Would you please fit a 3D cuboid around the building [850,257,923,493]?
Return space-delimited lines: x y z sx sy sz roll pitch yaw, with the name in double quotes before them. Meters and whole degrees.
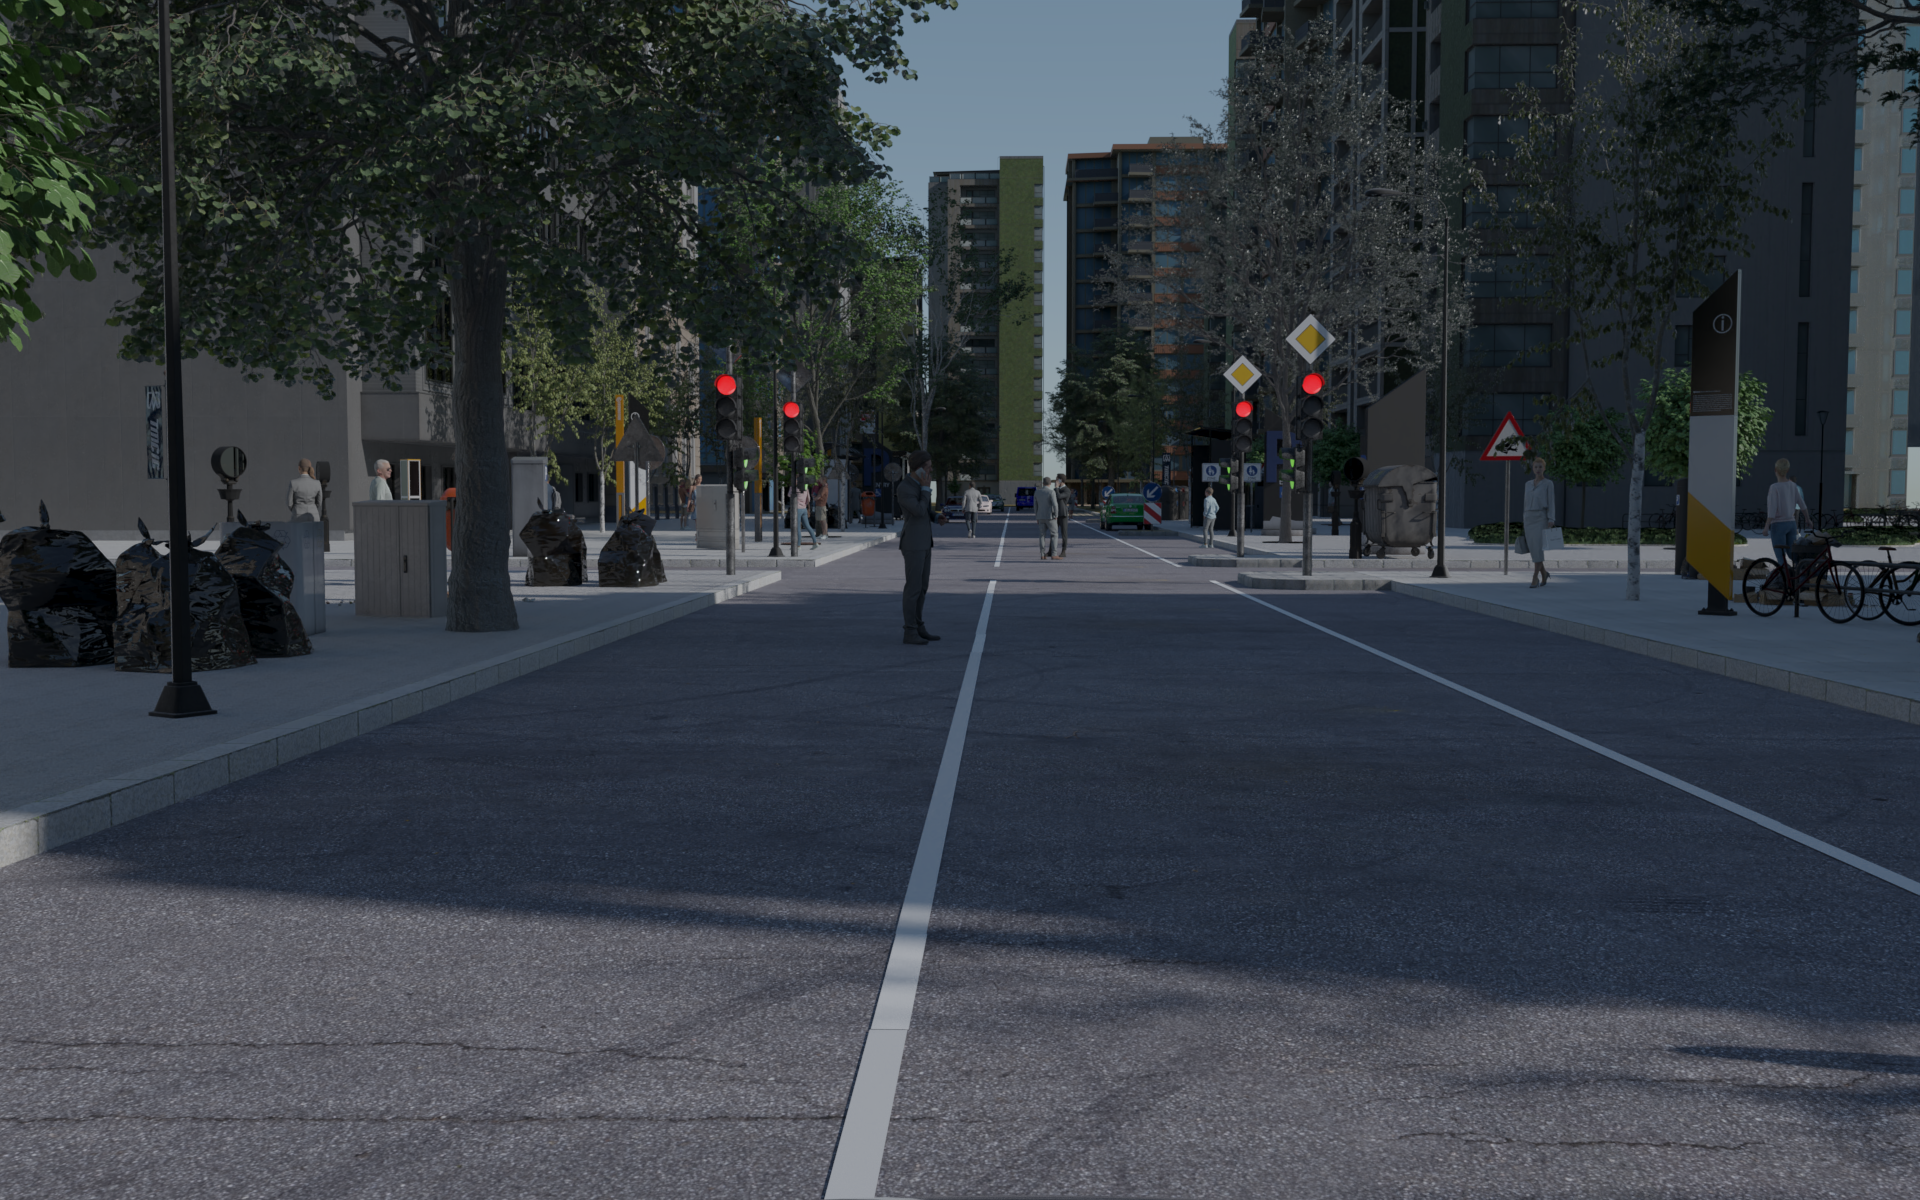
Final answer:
"building" -11.757 -26.927 211.950 14.107 30.474 14.160 0 4 2

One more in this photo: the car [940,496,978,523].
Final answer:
"car" -0.016 -4.529 86.634 1.945 1.354 3.894 0 4 2

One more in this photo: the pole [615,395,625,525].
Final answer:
"pole" -7.003 -2.560 35.702 0.158 3.312 0.155 0 3 0

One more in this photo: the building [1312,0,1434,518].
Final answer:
"building" 30.229 -40.091 93.748 20.563 71.187 20.611 0 4 2

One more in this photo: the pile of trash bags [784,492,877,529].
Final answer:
"pile of trash bags" -4.768 -3.358 64.653 3.447 1.369 1.912 -1 4 -23

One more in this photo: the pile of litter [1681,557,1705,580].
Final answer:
"pile of litter" 11.706 -0.751 26.251 1.719 0.858 1.176 0 4 -5

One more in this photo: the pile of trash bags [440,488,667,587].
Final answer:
"pile of trash bags" -5.860 -0.921 24.809 3.447 1.369 1.912 1 4 11

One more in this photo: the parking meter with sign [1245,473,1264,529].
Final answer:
"parking meter with sign" 11.191 -4.111 63.469 1.738 3.016 0.543 3 5 44

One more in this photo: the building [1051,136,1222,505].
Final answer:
"building" 25.768 -34.279 215.084 28.867 44.769 22.147 0 4 2

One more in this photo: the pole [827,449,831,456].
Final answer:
"pole" -5.547 -4.876 73.569 0.158 3.312 0.155 0 3 0

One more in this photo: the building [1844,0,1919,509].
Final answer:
"building" 70.650 -33.102 160.828 30.456 49.044 23.786 0 4 2

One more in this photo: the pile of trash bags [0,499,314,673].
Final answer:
"pile of trash bags" -6.834 -0.237 13.635 3.447 1.369 1.912 1 4 20

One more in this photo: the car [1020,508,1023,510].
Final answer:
"car" 6.495 -9.106 160.680 2.131 1.459 4.920 0 4 3

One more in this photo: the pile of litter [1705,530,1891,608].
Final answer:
"pile of litter" 9.831 -0.380 20.174 1.176 0.858 1.719 -1 4 -23

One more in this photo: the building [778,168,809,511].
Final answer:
"building" -27.024 -27.260 137.587 32.217 40.220 23.993 0 4 2

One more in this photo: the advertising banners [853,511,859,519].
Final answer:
"advertising banners" -4.763 -5.764 90.424 2.074 3.025 0.090 -1 4 -21

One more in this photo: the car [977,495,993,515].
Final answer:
"car" 1.293 -6.740 122.565 2.083 1.381 4.827 0 4 2

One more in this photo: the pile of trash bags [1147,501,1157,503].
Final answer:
"pile of trash bags" 10.823 -5.518 99.979 1.912 1.369 3.447 3 5 45

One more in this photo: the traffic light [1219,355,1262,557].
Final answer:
"traffic light" 5.682 -2.824 35.092 0.839 4.253 0.868 0 4 2

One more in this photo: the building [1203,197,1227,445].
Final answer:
"building" 30.401 -24.213 167.577 14.160 30.474 14.107 0 4 2

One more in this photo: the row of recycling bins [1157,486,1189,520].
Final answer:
"row of recycling bins" 10.556 -4.800 85.597 1.069 1.692 3.534 2 4 26

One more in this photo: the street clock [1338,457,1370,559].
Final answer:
"street clock" 7.824 -1.813 34.206 0.358 2.002 0.471 -3 5 -44

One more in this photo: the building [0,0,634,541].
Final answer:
"building" -21.704 -14.837 61.655 14.314 24.678 30.058 0 4 2

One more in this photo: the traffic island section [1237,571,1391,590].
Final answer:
"traffic island section" 5.477 -0.302 27.223 2.009 0.180 2.903 0 4 2

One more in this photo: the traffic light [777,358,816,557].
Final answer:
"traffic light" -3.375 -2.840 35.352 0.839 4.253 0.868 0 4 2

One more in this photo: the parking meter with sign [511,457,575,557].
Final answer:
"parking meter with sign" -8.789 -2.394 35.401 1.738 3.016 0.543 0 4 -6

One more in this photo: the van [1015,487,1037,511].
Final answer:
"van" 5.742 -8.763 147.657 2.240 2.365 5.245 0 4 3

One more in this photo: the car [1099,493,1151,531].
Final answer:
"car" 6.548 -3.665 68.722 1.959 1.807 4.718 0 4 0

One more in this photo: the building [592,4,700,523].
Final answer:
"building" -20.947 -18.389 86.560 13.634 28.700 20.117 0 4 2

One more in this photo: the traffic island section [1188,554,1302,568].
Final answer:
"traffic island section" 5.722 -0.790 35.204 2.009 0.180 2.903 0 4 2

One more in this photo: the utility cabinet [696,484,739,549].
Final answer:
"utility cabinet" -5.605 -1.914 39.965 1.173 1.500 0.318 3 5 42

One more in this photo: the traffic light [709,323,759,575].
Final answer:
"traffic light" -3.620 -2.352 27.371 0.839 4.253 0.868 0 4 2

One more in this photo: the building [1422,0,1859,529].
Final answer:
"building" 25.872 -18.232 69.800 14.160 30.474 14.107 0 4 2

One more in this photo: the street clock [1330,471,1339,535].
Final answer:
"street clock" 11.632 -3.002 53.646 0.358 2.002 0.471 0 4 -2

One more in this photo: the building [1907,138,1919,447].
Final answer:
"building" 39.119 -22.487 51.257 14.086 41.232 14.154 0 4 2

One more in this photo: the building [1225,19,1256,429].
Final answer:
"building" 30.413 -28.720 153.172 14.154 41.232 14.086 0 4 2

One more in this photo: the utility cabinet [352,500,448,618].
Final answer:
"utility cabinet" -5.904 -0.434 18.250 1.020 1.237 0.306 2 4 23

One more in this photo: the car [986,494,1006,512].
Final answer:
"car" 2.713 -7.989 142.410 2.131 1.459 4.920 0 4 2

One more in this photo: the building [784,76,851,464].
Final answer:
"building" -17.928 -29.658 168.509 14.086 41.232 14.154 0 4 2

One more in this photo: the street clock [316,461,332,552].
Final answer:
"street clock" -14.076 -2.065 38.325 0.358 2.002 0.471 -2 4 -31

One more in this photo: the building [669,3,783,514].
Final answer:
"building" -19.944 -28.592 117.588 14.600 45.320 14.200 0 4 2

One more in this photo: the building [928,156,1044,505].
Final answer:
"building" 3.187 -32.341 212.367 14.086 41.232 14.154 0 4 2

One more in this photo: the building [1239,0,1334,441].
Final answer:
"building" 32.903 -29.165 131.467 22.147 44.769 28.867 0 4 2

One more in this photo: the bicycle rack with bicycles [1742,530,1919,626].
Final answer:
"bicycle rack with bicycles" 9.664 -0.230 17.146 2.852 0.926 2.925 -1 4 -12

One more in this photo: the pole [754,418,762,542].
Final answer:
"pole" -5.405 -3.212 46.367 0.158 3.312 0.155 0 3 0

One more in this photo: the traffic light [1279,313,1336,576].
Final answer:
"traffic light" 5.437 -2.336 27.110 0.839 4.253 0.868 0 4 2

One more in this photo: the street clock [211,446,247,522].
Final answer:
"street clock" -11.080 -1.329 26.299 0.358 2.002 0.471 2 4 30
